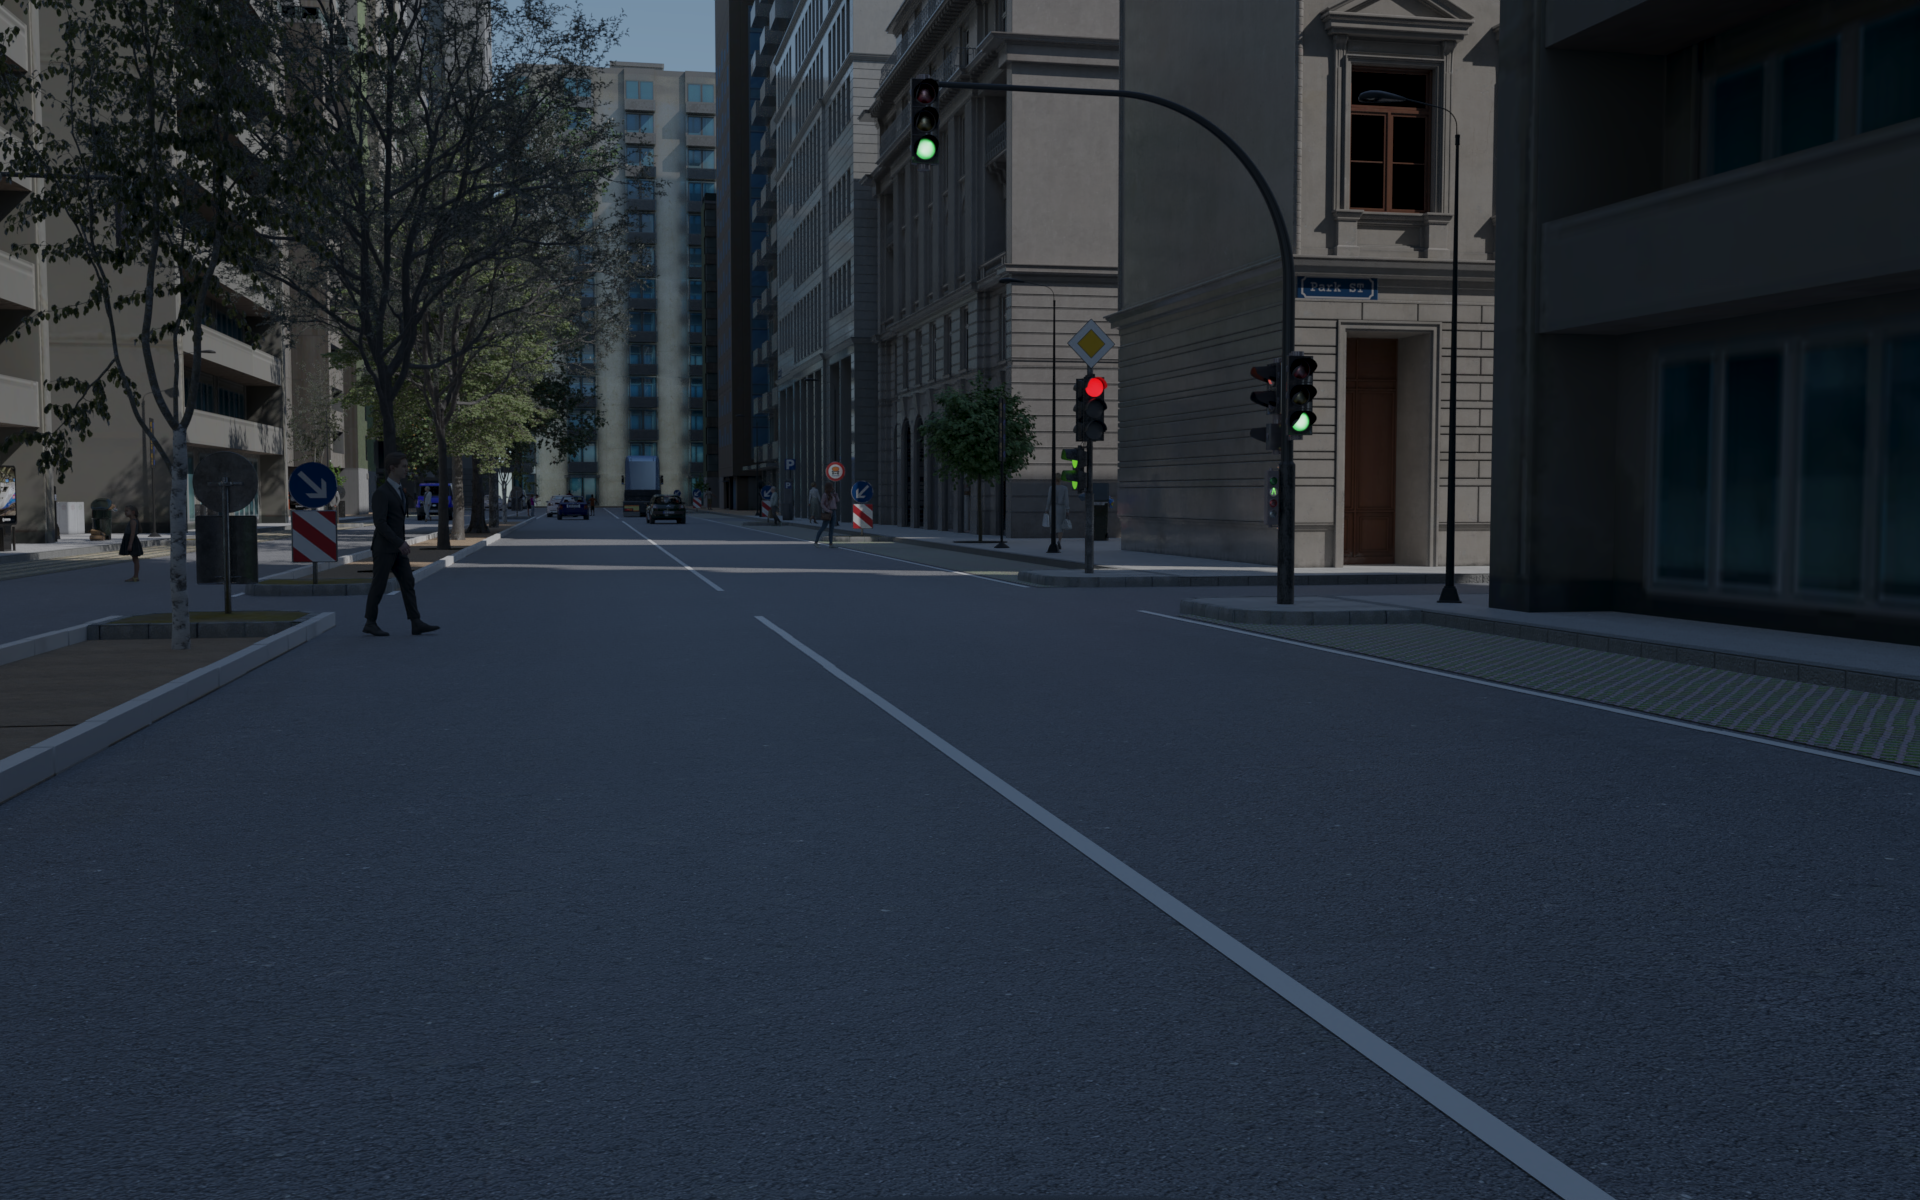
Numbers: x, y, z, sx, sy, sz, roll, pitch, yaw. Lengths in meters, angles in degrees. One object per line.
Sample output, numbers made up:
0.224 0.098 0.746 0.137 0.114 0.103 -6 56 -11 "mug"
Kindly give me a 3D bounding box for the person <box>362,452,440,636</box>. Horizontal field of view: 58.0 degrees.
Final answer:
-5.673 -0.564 17.498 0.755 1.850 0.659 0 4 4 "person"

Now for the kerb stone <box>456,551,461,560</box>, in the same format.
-10.752 -0.886 36.818 0.120 0.150 1.000 -1 4 -12 "kerb stone"

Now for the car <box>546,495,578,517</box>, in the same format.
-24.862 -5.871 108.352 2.083 1.381 4.827 -1 4 -11 "car"

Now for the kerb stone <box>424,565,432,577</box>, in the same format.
-9.231 -0.465 29.801 0.120 0.150 1.000 -1 4 -12 "kerb stone"

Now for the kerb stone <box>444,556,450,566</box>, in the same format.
-10.107 -0.708 33.810 0.120 0.150 1.000 -1 4 -12 "kerb stone"

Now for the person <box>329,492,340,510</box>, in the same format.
-26.578 -3.956 73.361 0.592 1.802 0.473 3 5 44 "person"

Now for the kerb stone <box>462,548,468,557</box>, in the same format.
-11.184 -1.018 38.834 0.120 0.150 1.000 -1 4 -12 "kerb stone"

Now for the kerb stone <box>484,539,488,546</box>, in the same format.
-12.932 -1.507 46.838 0.120 0.150 1.000 -1 4 -12 "kerb stone"

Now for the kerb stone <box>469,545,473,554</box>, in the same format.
-11.630 -1.140 40.838 0.120 0.150 1.000 -1 4 -12 "kerb stone"

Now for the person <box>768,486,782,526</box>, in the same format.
-8.195 -4.137 76.623 0.515 1.767 0.782 -1 4 -20 "person"

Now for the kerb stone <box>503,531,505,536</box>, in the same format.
-15.107 -2.119 56.845 0.120 0.150 1.000 -1 4 -12 "kerb stone"

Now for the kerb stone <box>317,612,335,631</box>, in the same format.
-6.739 0.237 18.317 0.120 0.150 1.000 -1 4 -12 "kerb stone"

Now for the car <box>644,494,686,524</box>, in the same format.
-14.317 -4.552 84.211 2.009 1.686 4.222 -1 4 -14 "car"

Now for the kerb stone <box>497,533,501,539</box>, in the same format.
-14.447 -1.931 53.841 0.120 0.150 1.000 -1 4 -12 "kerb stone"

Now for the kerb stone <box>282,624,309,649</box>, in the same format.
-6.303 0.361 16.311 0.120 0.150 1.000 -1 4 -12 "kerb stone"

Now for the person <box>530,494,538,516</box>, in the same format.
-25.329 -5.576 102.883 0.599 1.433 0.991 -3 4 -38 "person"

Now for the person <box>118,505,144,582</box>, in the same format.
-13.507 -0.920 28.210 0.373 1.253 0.362 -2 4 -26 "person"

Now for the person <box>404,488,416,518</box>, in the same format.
-33.485 -5.865 104.525 1.348 1.807 0.705 0 4 -3 "person"

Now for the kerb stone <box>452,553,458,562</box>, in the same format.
-10.539 -0.832 35.817 0.120 0.150 1.000 -1 4 -12 "kerb stone"

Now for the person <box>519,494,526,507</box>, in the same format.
-39.225 -8.905 154.616 0.721 1.766 1.217 3 5 42 "person"

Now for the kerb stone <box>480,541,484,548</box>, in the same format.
-12.494 -1.383 44.841 0.120 0.150 1.000 -1 4 -12 "kerb stone"

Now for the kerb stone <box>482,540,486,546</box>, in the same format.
-12.714 -1.446 45.839 0.120 0.150 1.000 -1 4 -12 "kerb stone"

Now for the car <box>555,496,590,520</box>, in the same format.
-21.747 -5.179 97.264 1.945 1.354 3.894 -1 4 -14 "car"

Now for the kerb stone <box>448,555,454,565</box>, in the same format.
-10.315 -0.770 34.816 0.120 0.150 1.000 -1 4 -12 "kerb stone"

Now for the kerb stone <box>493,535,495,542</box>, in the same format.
-13.800 -1.752 50.836 0.120 0.150 1.000 -1 4 -12 "kerb stone"

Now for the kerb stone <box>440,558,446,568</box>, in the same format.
-9.890 -0.645 32.807 0.120 0.150 1.000 -1 4 -12 "kerb stone"

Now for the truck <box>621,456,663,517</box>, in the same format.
-21.245 -7.716 115.922 2.967 4.110 18.799 -1 4 -10 "truck"

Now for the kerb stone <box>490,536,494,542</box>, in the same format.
-13.576 -1.686 49.838 0.120 0.150 1.000 -1 4 -12 "kerb stone"

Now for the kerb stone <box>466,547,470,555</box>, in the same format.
-11.419 -1.077 39.837 0.120 0.150 1.000 -1 4 -12 "kerb stone"

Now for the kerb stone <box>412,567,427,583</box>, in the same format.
-9.014 -0.404 28.797 0.120 0.150 1.000 -1 4 -12 "kerb stone"

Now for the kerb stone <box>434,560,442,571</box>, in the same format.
-9.670 -0.587 31.808 0.120 0.150 1.000 -1 4 -12 "kerb stone"

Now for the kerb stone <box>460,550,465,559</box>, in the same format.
-10.965 -0.949 37.818 0.120 0.150 1.000 -1 4 -12 "kerb stone"

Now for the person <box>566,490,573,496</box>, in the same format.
-39.769 -10.272 176.403 1.348 1.831 0.705 0 4 4 "person"

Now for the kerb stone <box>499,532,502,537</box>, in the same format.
-14.675 -1.996 54.838 0.120 0.150 1.000 -1 4 -12 "kerb stone"

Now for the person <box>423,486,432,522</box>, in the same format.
-27.326 -4.932 89.014 0.514 1.842 0.818 1 4 15 "person"

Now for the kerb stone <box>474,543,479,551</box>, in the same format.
-12.057 -1.262 42.839 0.120 0.150 1.000 -1 4 -12 "kerb stone"

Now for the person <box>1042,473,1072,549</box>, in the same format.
2.234 -2.069 40.230 0.694 1.780 0.624 1 4 21 "person"

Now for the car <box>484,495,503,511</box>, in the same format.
-40.770 -8.478 150.984 2.083 1.381 4.827 -1 4 -12 "car"

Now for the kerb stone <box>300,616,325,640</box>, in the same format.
-6.516 0.300 17.319 0.120 0.150 1.000 -1 4 -12 "kerb stone"

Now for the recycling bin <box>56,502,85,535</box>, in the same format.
-28.341 -2.595 54.979 0.722 1.027 0.722 1 4 12 "recycling bin"

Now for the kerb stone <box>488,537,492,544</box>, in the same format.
-13.368 -1.629 48.837 0.120 0.150 1.000 -1 4 -12 "kerb stone"

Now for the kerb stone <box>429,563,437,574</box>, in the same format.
-9.449 -0.526 30.802 0.120 0.150 1.000 -1 4 -12 "kerb stone"

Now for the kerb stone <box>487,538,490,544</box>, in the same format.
-13.142 -1.568 47.840 0.120 0.150 1.000 -1 4 -12 "kerb stone"

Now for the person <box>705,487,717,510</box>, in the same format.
-20.438 -8.290 141.594 1.348 1.824 0.705 2 4 35 "person"

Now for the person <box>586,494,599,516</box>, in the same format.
-24.184 -6.246 113.881 1.065 1.426 0.557 -3 5 -43 "person"

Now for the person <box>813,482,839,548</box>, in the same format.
-3.558 -2.257 45.992 0.643 1.750 0.593 2 4 28 "person"

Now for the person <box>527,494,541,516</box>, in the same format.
-27.463 -6.102 111.458 0.799 1.438 0.628 -3 5 -41 "person"

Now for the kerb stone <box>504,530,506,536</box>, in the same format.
-15.322 -2.180 57.846 0.120 0.150 1.000 -1 4 -12 "kerb stone"

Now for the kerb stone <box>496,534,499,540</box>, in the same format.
-14.237 -1.874 52.841 0.120 0.150 1.000 -1 4 -12 "kerb stone"

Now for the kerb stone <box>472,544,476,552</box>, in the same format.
-11.847 -1.197 41.838 0.120 0.150 1.000 -1 4 -12 "kerb stone"

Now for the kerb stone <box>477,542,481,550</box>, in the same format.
-12.274 -1.324 43.839 0.120 0.150 1.000 -1 4 -12 "kerb stone"

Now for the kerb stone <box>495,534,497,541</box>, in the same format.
-14.013 -1.813 51.843 0.120 0.150 1.000 -1 4 -12 "kerb stone"

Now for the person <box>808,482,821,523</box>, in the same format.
-6.365 -4.224 75.325 0.478 1.798 0.641 3 5 42 "person"
